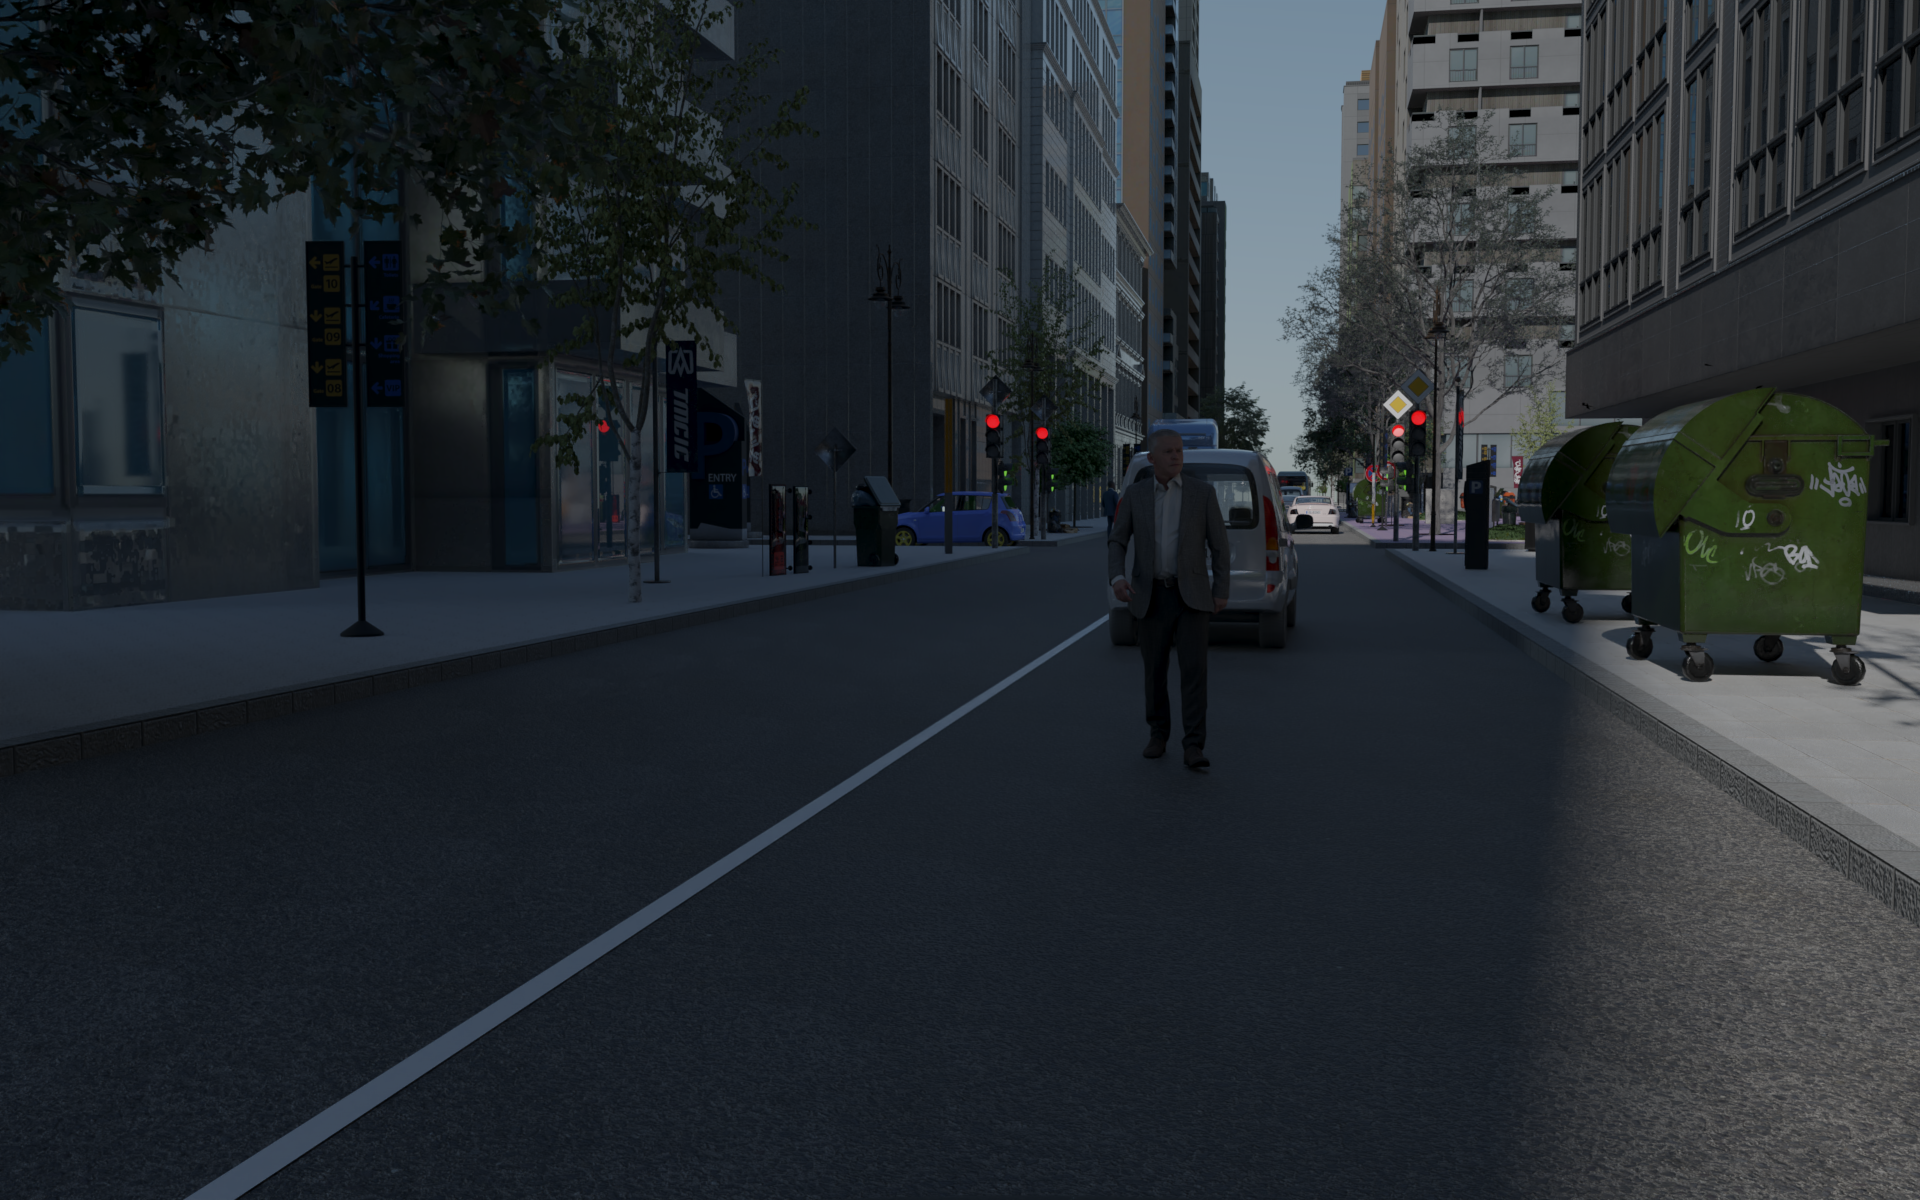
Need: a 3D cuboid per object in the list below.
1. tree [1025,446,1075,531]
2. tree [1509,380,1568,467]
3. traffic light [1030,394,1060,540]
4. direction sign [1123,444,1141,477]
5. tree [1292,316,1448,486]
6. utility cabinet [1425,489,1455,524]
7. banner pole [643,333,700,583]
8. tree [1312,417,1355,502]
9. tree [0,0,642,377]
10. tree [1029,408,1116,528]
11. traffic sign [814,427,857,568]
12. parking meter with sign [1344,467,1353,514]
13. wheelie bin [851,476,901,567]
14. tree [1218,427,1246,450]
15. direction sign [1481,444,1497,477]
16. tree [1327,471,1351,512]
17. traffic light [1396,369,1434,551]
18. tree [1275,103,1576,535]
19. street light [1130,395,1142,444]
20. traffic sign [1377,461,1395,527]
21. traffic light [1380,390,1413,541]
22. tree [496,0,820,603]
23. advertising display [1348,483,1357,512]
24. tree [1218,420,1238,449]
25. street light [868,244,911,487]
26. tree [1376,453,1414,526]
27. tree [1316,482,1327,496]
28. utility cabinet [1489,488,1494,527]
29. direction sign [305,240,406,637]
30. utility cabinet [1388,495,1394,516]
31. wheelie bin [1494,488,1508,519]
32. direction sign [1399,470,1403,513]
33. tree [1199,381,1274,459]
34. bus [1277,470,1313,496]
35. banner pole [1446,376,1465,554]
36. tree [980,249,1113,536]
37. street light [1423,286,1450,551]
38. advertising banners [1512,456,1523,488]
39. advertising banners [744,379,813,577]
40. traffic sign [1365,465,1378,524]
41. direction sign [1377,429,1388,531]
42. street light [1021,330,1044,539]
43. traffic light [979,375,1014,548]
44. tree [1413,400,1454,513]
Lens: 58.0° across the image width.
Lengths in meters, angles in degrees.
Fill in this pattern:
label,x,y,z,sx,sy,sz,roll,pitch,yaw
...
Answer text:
label,x,y,z,sx,sy,sz,roll,pitch,yaw
tree,3.095,-4.044,60.717,1.663,3.219,1.824,0,3,0
tree,37.166,-9.806,110.694,4.737,8.622,4.395,0,3,0
traffic light,2.370,-3.656,48.691,0.839,4.253,0.868,1,4,11
direction sign,7.713,-5.248,77.808,0.876,3.537,0.379,2,4,29
tree,25.337,-11.621,107.009,9.611,12.733,9.660,0,3,0
utility cabinet,20.458,-3.984,73.821,1.173,1.500,0.318,1,4,11
banner pole,-4.152,-2.133,24.896,0.863,3.779,0.401,1,4,8
tree,33.562,-12.546,155.495,4.360,8.622,3.978,0,3,0
tree,-6.551,-5.642,9.259,9.611,12.733,9.660,0,3,0
tree,4.306,-5.054,66.341,4.285,4.588,4.351,0,3,0
traffic sign,-2.155,-1.751,29.819,0.795,2.450,0.064,1,4,18
parking meter with sign,25.760,-7.212,114.184,0.543,3.016,1.738,2,4,24
wheelie bin,-1.524,-1.397,30.752,0.693,1.594,0.980,2,4,33
tree,28.478,-14.375,185.399,4.737,8.622,4.395,0,3,0
direction sign,24.155,-5.333,79.185,0.876,3.537,0.379,-2,4,-24
tree,27.882,-7.991,125.250,1.663,3.219,1.824,0,3,0
traffic light,10.279,-3.065,39.036,0.839,4.253,0.868,1,4,11
tree,15.026,-8.778,53.884,12.009,13.543,11.850,0,3,0
street light,8.240,-6.624,81.093,0.468,5.910,1.993,1,4,11
traffic sign,16.378,-4.061,66.510,0.768,2.556,0.104,1,4,12
traffic light,11.808,-3.545,46.874,0.839,4.253,0.868,1,4,11
tree,-3.799,-4.291,20.527,4.737,8.622,4.395,0,3,0
advertising display,22.117,-5.599,96.752,0.974,1.923,0.123,-1,4,-23
tree,25.668,-13.536,171.682,4.360,8.622,3.978,0,3,0
street light,-1.306,-3.637,32.250,0.468,5.910,1.993,1,4,11
tree,17.517,-4.594,69.706,1.663,3.219,1.824,0,3,0
tree,47.059,-14.032,224.024,1.663,3.219,1.824,0,3,0
utility cabinet,19.555,-3.404,64.335,0.318,1.500,1.173,2,4,26
direction sign,-5.415,-1.443,15.583,0.876,3.537,0.379,0,4,3
utility cabinet,24.849,-5.425,99.861,0.306,1.237,1.020,0,4,8
wheelie bin,28.143,-5.022,90.018,0.693,1.594,0.980,0,4,1
direction sign,30.139,-7.784,119.269,0.876,3.537,0.379,-1,4,-13
tree,30.356,-17.630,194.897,9.857,13.997,8.962,0,3,0
bus,28.061,-9.210,145.443,2.948,3.499,13.247,1,4,13
banner pole,10.580,-2.857,36.725,0.401,3.779,0.863,0,4,5
tree,2.459,-6.283,53.085,4.737,8.622,4.395,0,3,0
street light,10.586,-4.026,38.607,0.468,5.910,1.993,1,4,11
advertising banners,26.235,-5.071,79.096,2.074,3.025,0.090,1,4,11
advertising banners,-2.858,-1.900,27.255,0.090,3.025,2.074,2,4,24
traffic sign,17.872,-4.563,74.705,0.768,2.556,0.104,1,4,19
direction sign,14.880,-4.216,60.926,0.379,3.537,0.876,2,4,30
street light,2.045,-4.662,49.004,0.468,5.910,1.993,1,4,11
traffic light,0.842,-3.176,40.853,0.839,4.253,0.868,1,4,11
tree,30.369,-10.041,114.534,4.360,8.622,3.978,0,3,0
